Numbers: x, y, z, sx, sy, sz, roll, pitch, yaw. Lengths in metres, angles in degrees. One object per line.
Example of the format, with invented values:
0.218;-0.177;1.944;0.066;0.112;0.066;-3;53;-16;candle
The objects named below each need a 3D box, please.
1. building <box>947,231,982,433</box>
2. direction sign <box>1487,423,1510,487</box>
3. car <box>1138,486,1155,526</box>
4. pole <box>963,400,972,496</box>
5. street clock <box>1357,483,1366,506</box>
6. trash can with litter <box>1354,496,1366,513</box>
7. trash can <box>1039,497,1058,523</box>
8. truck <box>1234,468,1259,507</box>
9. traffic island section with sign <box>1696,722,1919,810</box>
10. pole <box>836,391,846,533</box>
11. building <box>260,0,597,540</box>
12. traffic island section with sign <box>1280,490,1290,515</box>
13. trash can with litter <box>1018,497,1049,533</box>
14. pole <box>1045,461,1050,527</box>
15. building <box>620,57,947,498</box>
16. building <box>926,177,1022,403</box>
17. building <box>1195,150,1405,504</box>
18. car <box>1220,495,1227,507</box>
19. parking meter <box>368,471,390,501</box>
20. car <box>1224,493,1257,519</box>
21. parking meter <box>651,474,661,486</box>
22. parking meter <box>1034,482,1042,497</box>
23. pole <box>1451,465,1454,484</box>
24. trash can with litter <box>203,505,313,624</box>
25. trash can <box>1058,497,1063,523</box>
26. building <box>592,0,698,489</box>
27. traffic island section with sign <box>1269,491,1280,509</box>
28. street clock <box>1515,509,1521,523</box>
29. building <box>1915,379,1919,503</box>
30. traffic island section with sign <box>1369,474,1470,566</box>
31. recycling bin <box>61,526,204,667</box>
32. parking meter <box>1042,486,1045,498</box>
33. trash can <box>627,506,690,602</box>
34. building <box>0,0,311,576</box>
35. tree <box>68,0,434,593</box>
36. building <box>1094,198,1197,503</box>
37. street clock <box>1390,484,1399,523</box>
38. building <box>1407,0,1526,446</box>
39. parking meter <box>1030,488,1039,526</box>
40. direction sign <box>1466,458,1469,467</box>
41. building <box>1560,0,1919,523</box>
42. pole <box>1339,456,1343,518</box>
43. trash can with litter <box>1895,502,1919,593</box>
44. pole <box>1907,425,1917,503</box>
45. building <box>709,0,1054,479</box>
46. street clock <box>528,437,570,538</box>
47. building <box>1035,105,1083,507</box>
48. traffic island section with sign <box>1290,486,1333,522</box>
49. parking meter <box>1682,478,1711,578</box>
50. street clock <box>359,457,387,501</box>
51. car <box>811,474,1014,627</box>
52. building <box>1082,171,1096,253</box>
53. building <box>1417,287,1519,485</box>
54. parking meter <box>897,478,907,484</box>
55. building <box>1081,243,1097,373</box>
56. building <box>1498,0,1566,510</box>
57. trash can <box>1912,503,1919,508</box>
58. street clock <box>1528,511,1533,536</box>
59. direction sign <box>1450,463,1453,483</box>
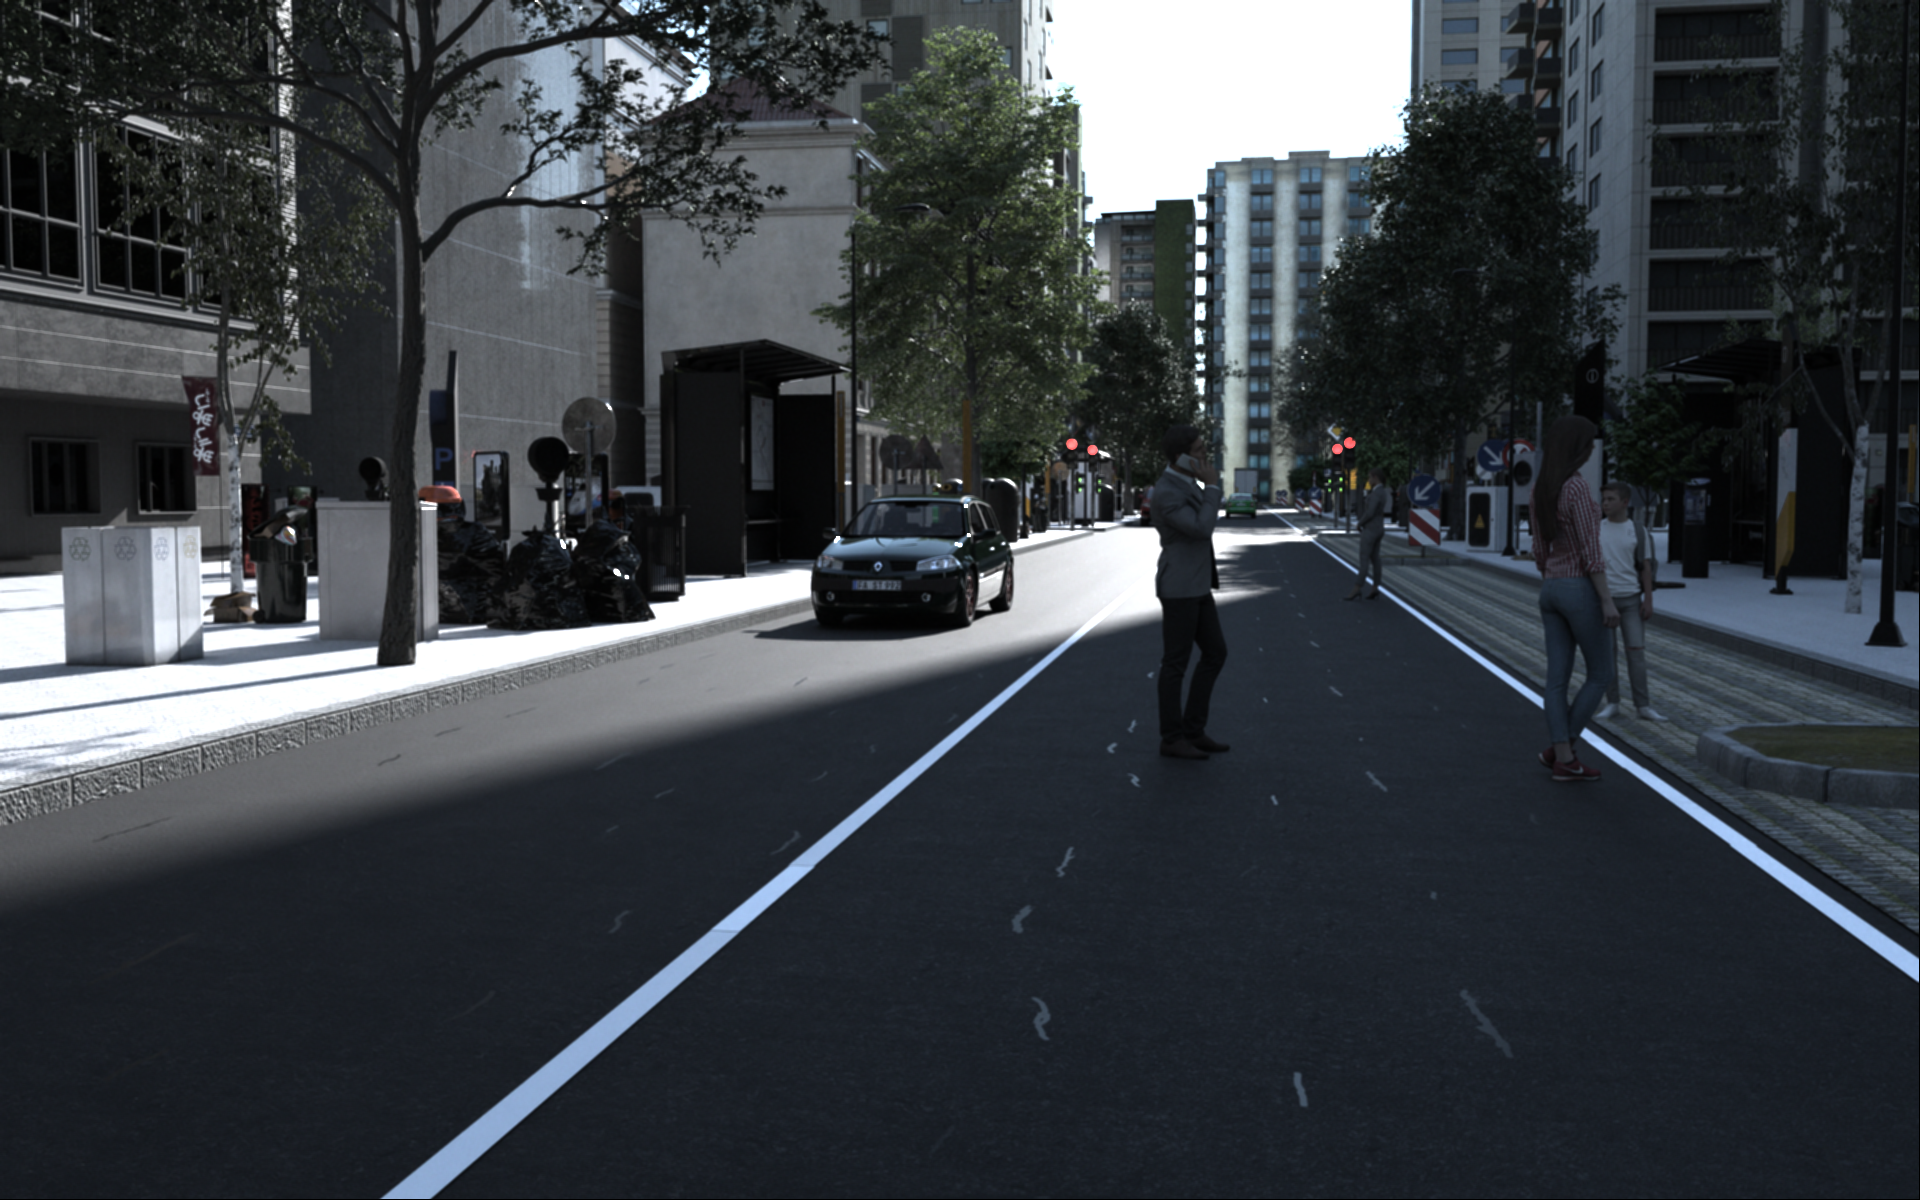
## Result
-5.845;-16.833;111.384;11.583;22.565;21.152;1;4;9;building
17.191;-3.875;55.360;0.876;3.537;0.379;-1;4;-22;direction sign
9.225;-4.260;78.316;2.281;1.827;5.304;0;4;8;car
0.156;-2.680;37.657;0.158;3.312;0.155;0;3;0;pole
21.160;-5.305;91.312;0.358;2.002;0.471;-1;4;-22;street clock
27.770;-6.653;120.157;0.624;1.170;1.055;-3;5;-43;trash can with litter
3.705;-3.951;76.246;0.748;1.137;0.748;0;3;0;trash can
31.892;-12.479;192.947;2.839;4.237;11.283;1;4;10;truck
4.852;0.000;8.635;1.989;1.847;2.006;1;4;9;traffic island section with sign
-2.367;-2.481;34.407;0.158;3.312;0.155;0;3;0;pole
-21.345;-13.921;45.630;19.932;24.808;12.078;1;4;9;building
22.755;-6.608;116.668;1.989;1.847;2.006;1;4;9;traffic island section with sign
2.382;-2.801;57.186;1.055;1.170;0.624;1;4;21;trash can with litter
3.400;-4.488;67.214;0.158;3.312;0.155;0;3;0;pole
-8.345;-15.550;90.397;11.583;22.565;21.152;1;4;9;building
-2.434;-18.367;129.977;12.332;23.373;15.834;1;4;9;building
48.704;-38.181;243.869;30.456;49.044;23.786;1;4;9;building
29.224;-11.247;196.250;2.083;1.381;4.827;0;4;8;car
-12.333;-1.900;36.782;0.399;1.863;0.255;1;4;13;parking meter
16.687;-5.757;102.926;1.959;1.807;4.718;1;4;9;car
-8.990;-2.801;51.514;0.399;1.863;0.255;2;4;26;parking meter
3.791;-4.939;86.463;0.255;1.863;0.399;-1;4;-14;parking meter
34.563;-7.813;121.591;0.158;3.312;0.155;0;3;0;pole
-7.014;-0.359;17.259;1.055;1.170;0.624;0;4;5;trash can with litter
4.344;-4.074;78.265;0.748;1.137;0.748;0;3;0;trash can
-25.159;-18.568;89.495;20.117;28.700;13.634;1;4;9;building
30.953;-9.637;166.198;1.989;1.847;2.006;1;4;9;traffic island section with sign
25.136;-4.493;78.024;0.358;2.002;0.471;-3;4;-38;street clock
33.203;-43.577;25.160;22.319;86.520;31.000;1;4;9;building
9.254;-1.627;35.230;1.989;1.847;2.006;1;4;9;traffic island section with sign
-6.310;-0.041;13.231;0.722;1.027;0.722;1;4;9;recycling bin
6.073;-7.443;127.396;0.255;1.863;0.399;1;4;15;parking meter
-3.613;-0.561;20.819;0.748;1.137;0.748;0;3;0;trash can
-21.103;-14.009;22.547;14.314;27.812;24.014;1;4;9;building
-8.930;-4.366;21.754;4.360;8.622;3.978;0;3;0;tree
25.883;-34.191;242.610;14.086;41.232;14.154;1;4;9;building
18.957;-4.344;75.598;0.358;2.002;0.471;3;4;37;street clock
58.644;-39.328;185.013;21.231;58.520;28.212;1;4;9;building
3.003;-3.748;69.684;0.372;1.533;0.369;0;3;0;parking meter
31.238;-7.063;107.471;0.876;3.537;0.379;-2;4;-29;direction sign
41.005;-39.318;81.095;20.611;71.187;20.563;1;4;9;building
20.508;-6.078;93.216;0.158;3.312;0.155;0;3;0;pole
12.667;-0.695;22.751;0.624;1.170;1.055;0;4;-8;trash can with litter
27.992;-3.494;50.967;0.158;3.312;0.155;0;3;0;pole
-6.008;-34.808;158.346;28.713;52.752;27.495;1;4;9;building
-5.223;-1.068;22.035;0.471;2.002;0.358;-2;4;-35;street clock
4.923;-30.234;177.926;14.154;41.232;14.086;1;4;9;building
18.343;-4.982;90.075;1.989;1.847;2.006;1;4;9;traffic island section with sign
11.286;-1.109;26.541;0.372;1.533;0.369;0;3;0;parking meter
-11.591;-1.814;34.229;0.471;2.002;0.358;0;4;7;street clock
-0.475;-0.629;20.072;2.009;1.686;4.222;1;4;11;car
4.406;-38.592;250.589;30.456;49.044;23.786;1;4;9;building
56.972;-19.113;157.529;27.650;21.520;28.899;1;4;9;building
-2.111;-3.400;61.305;0.399;1.863;0.255;-2;4;-33;parking meter
8.649;-26.291;201.561;14.107;30.474;14.160;1;4;9;building
47.361;-27.965;111.848;22.147;44.769;28.867;1;4;9;building
16.204;-1.050;28.828;0.748;1.137;0.748;0;3;0;trash can
17.681;-2.993;53.502;0.471;2.002;0.358;1;4;20;street clock
35.841;-8.152;125.288;0.379;3.537;0.876;-3;5;-42;direction sign
